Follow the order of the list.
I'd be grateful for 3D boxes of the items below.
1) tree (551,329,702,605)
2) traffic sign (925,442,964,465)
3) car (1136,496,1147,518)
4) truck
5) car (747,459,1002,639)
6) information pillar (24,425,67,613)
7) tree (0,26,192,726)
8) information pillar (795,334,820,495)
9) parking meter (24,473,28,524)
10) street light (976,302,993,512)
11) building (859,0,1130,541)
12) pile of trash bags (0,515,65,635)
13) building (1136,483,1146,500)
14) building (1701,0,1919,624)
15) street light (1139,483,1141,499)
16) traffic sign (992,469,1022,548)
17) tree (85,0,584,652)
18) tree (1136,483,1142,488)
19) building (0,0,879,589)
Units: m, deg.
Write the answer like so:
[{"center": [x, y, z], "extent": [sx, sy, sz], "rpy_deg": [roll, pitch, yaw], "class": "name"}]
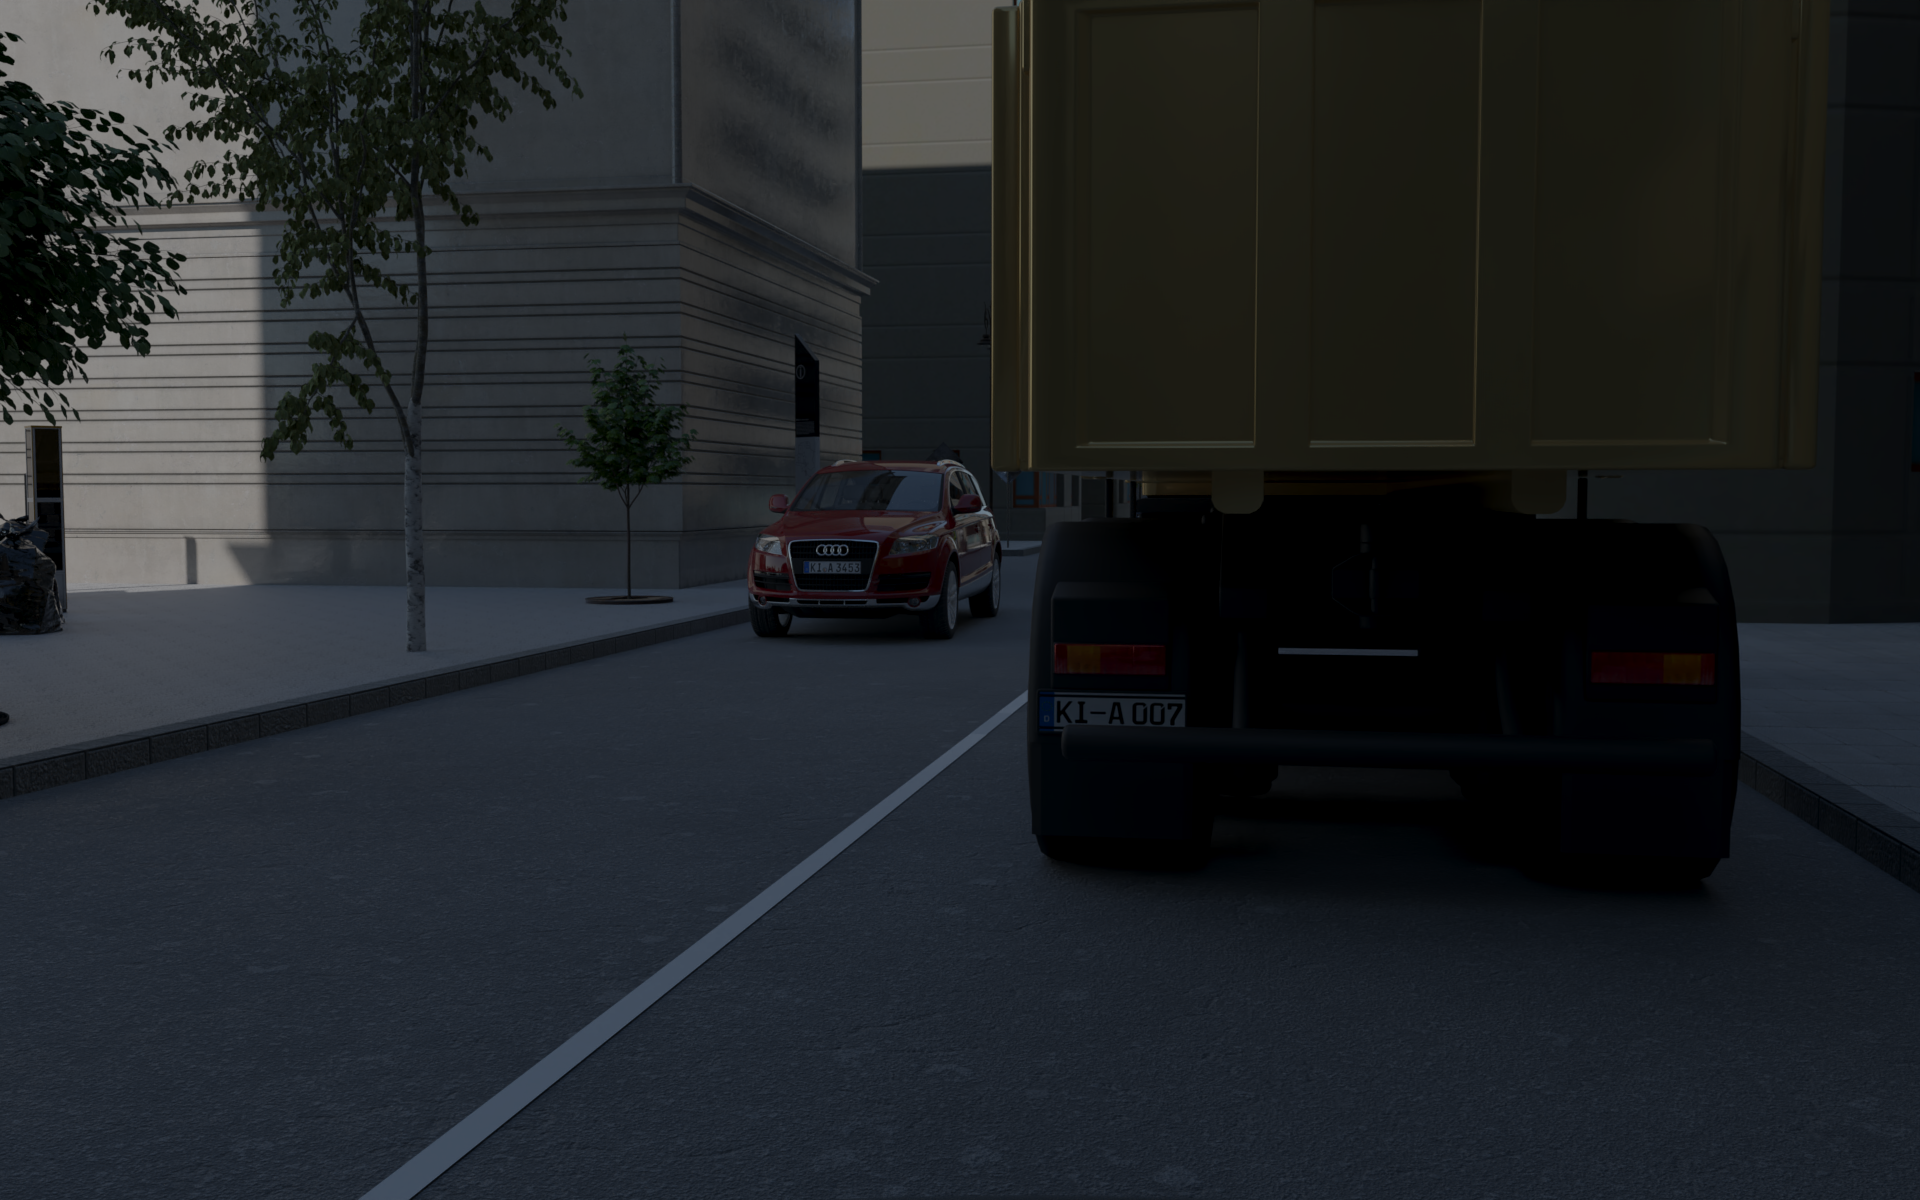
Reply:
[{"center": [-4.023, -1.576, 20.370], "extent": [1.663, 3.219, 1.824], "rpy_deg": [0, 3, 0], "class": "tree"}, {"center": [-0.326, -1.823, 33.450], "extent": [0.795, 2.450, 0.064], "rpy_deg": [1, 4, 11], "class": "traffic sign"}, {"center": [7.545, -3.243, 65.033], "extent": [2.014, 1.417, 4.499], "rpy_deg": [1, 4, 9], "class": "car"}, {"center": [2.181, -0.871, 10.158], "extent": [3.469, 3.379, 9.791], "rpy_deg": [1, 4, 10], "class": "truck"}, {"center": [-0.794, -0.625, 18.899], "extent": [2.281, 1.827, 5.304], "rpy_deg": [1, 4, 9], "class": "car"}, {"center": [-9.869, -0.869, 18.703], "extent": [0.304, 2.012, 0.304], "rpy_deg": [-3, 5, -40], "class": "information pillar"}, {"center": [-6.091, -1.566, 9.313], "extent": [4.285, 4.588, 4.351], "rpy_deg": [0, 3, 0], "class": "tree"}, {"center": [-2.233, -2.074, 25.259], "extent": [0.183, 3.616, 0.504], "rpy_deg": [-3, 5, -43], "class": "information pillar"}, {"center": [-11.244, -0.785, 21.241], "extent": [0.372, 1.533, 0.369], "rpy_deg": [0, 3, 0], "class": "parking meter"}, {"center": [0.749, -4.207, 41.575], "extent": [0.468, 5.910, 1.993], "rpy_deg": [1, 4, 11], "class": "street light"}, {"center": [-8.590, -13.353, 63.368], "extent": [27.650, 21.520, 28.899], "rpy_deg": [1, 4, 11], "class": "building"}, {"center": [-10.176, -0.392, 16.160], "extent": [3.447, 1.369, 1.912], "rpy_deg": [-1, 4, -13], "class": "pile of trash bags"}, {"center": [0.171, -33.989, 97.722], "extent": [21.231, 58.520, 28.212], "rpy_deg": [1, 4, 11], "class": "building"}, {"center": [18.427, -10.029, 9.020], "extent": [27.650, 21.520, 28.899], "rpy_deg": [1, 4, 11], "class": "building"}, {"center": [8.696, -6.775, 83.556], "extent": [0.468, 5.910, 1.993], "rpy_deg": [1, 4, 11], "class": "street light"}, {"center": [1.149, -2.303, 41.298], "extent": [0.795, 2.450, 0.064], "rpy_deg": [1, 4, 11], "class": "traffic sign"}, {"center": [-4.685, -3.886, 13.900], "extent": [4.737, 8.622, 4.395], "rpy_deg": [0, 3, 0], "class": "tree"}, {"center": [8.123, -7.926, 79.954], "extent": [4.737, 8.622, 4.395], "rpy_deg": [0, 3, 0], "class": "tree"}, {"center": [-12.432, -11.812, 29.285], "extent": [21.152, 22.565, 11.583], "rpy_deg": [1, 4, 11], "class": "building"}]
